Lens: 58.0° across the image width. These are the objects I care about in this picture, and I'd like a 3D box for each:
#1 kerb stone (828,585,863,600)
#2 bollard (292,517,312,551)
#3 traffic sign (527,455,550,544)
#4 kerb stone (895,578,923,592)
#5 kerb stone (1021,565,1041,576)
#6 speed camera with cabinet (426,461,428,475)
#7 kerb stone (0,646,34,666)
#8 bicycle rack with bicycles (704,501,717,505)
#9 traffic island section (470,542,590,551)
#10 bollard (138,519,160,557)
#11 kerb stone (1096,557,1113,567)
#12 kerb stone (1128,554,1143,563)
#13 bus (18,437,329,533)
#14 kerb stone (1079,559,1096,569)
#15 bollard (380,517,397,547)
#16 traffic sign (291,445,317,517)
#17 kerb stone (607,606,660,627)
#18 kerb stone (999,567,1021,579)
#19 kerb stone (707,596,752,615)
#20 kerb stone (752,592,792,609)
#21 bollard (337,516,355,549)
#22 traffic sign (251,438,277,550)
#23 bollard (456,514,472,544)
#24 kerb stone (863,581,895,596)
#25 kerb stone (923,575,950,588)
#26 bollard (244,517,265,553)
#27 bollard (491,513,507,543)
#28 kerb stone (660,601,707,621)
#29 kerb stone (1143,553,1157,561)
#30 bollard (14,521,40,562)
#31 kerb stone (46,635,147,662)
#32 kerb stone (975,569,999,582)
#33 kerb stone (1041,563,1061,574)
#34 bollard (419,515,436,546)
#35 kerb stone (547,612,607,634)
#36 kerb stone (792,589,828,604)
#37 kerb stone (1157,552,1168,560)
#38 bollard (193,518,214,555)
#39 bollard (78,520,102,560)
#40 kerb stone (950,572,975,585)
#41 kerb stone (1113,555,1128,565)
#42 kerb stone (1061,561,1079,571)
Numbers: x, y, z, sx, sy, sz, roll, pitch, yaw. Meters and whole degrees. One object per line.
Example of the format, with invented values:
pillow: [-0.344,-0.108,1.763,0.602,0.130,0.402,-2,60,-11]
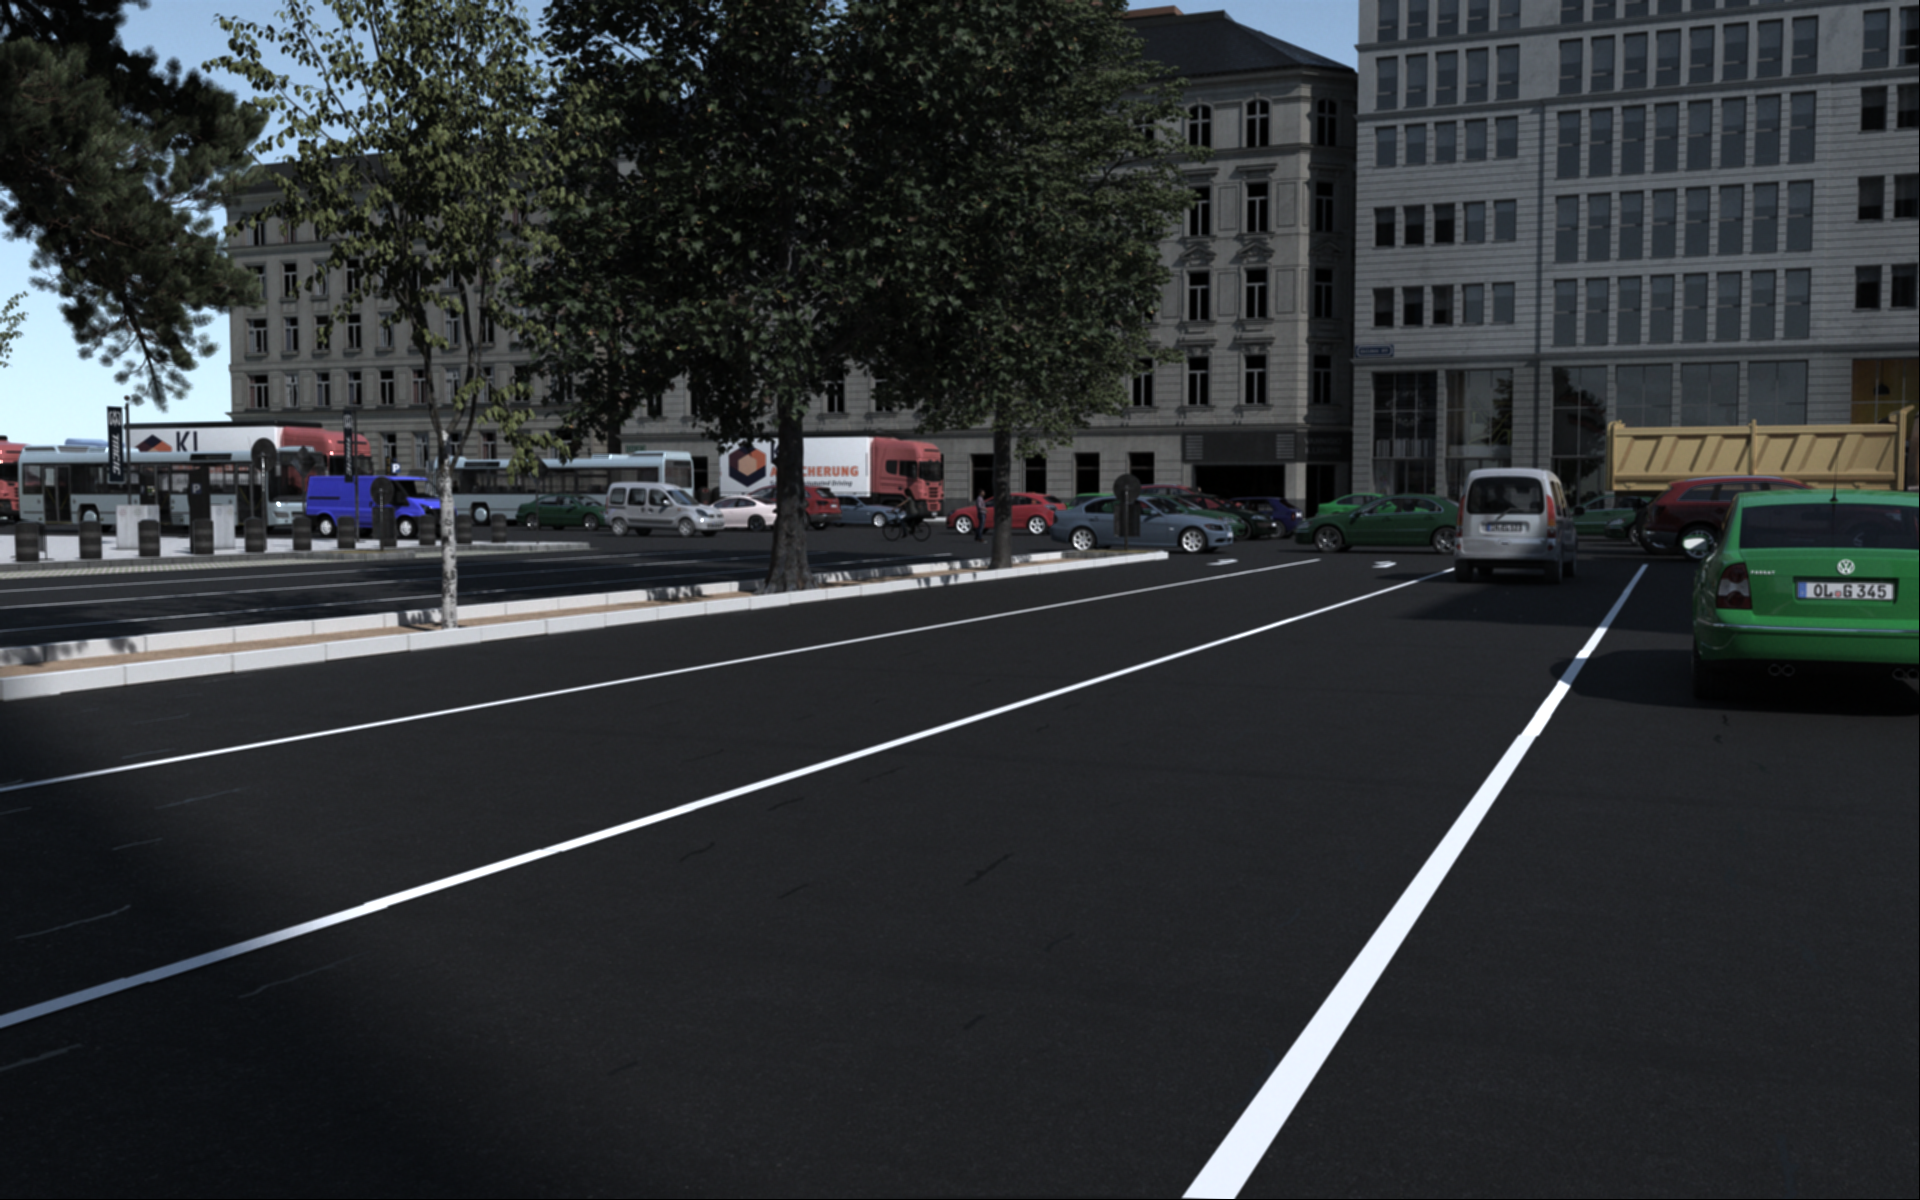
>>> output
kerb stone: [-1.653,-0.095,23.877,0.120,0.150,1.000,1,4,23]
bollard: [-14.899,-1.498,39.210,0.404,0.777,0.398,0,3,0]
traffic sign: [-10.872,-2.501,44.533,0.795,2.450,0.064,1,4,23]
kerb stone: [-0.849,-0.219,25.779,0.120,0.150,1.000,1,4,23]
kerb stone: [1.161,-0.507,30.524,0.120,0.150,1.000,1,4,23]
speed camera with cabinet: [-31.026,-6.569,101.744,0.660,3.252,2.038,-1,4,-23]
kerb stone: [-8.019,0.491,14.242,0.120,0.150,1.000,1,4,23]
bicycle rack with bicycles: [-12.307,-4.674,89.807,2.852,0.926,2.925,3,5,42]
traffic island section: [-10.896,-1.365,44.604,2.009,0.180,2.903,1,4,23]
bollard: [-16.544,-1.261,35.334,0.404,0.777,0.398,0,3,0]
kerb stone: [2.772,-0.741,34.312,0.120,0.150,1.000,1,4,23]
kerb stone: [3.579,-0.857,36.213,0.120,0.150,1.000,1,4,23]
bus: [-28.664,-4.210,63.692,13.247,3.499,2.948,1,4,21]
kerb stone: [2.365,-0.683,33.368,0.120,0.150,1.000,1,4,23]
bollard: [-13.802,-1.656,41.793,0.404,0.777,0.398,0,3,0]
traffic sign: [-15.545,-2.436,41.016,0.795,2.450,0.064,2,4,23]
kerb stone: [-3.669,0.192,19.117,0.120,0.150,1.000,1,4,23]
kerb stone: [0.760,-0.451,29.572,0.120,0.150,1.000,1,4,23]
kerb stone: [-2.863,0.072,21.010,0.120,0.150,1.000,1,4,23]
kerb stone: [-2.455,0.016,21.954,0.120,0.150,1.000,1,4,23]
bollard: [-14.354,-1.577,40.500,0.404,0.777,0.398,0,3,0]
traffic sign: [-15.809,-2.398,39.318,0.768,2.556,0.104,2,4,23]
bollard: [-12.712,-1.814,44.373,0.404,0.777,0.398,0,3,0]
kerb stone: [-1.240,-0.156,24.827,0.120,0.150,1.000,1,4,23]
kerb stone: [-0.447,-0.277,26.730,0.120,0.150,1.000,1,4,23]
bollard: [-15.449,-1.419,37.922,0.404,0.777,0.398,0,3,0]
bollard: [-12.166,-1.893,45.667,0.404,0.777,0.398,0,3,0]
kerb stone: [-3.271,0.132,20.066,0.120,0.150,1.000,1,4,23]
kerb stone: [3.978,-0.912,37.160,0.120,0.150,1.000,1,4,23]
bollard: [-17.641,-1.103,32.744,0.404,0.777,0.398,0,3,0]
kerb stone: [-7.610,0.429,15.186,0.120,0.150,1.000,1,4,23]
kerb stone: [0.360,-0.393,28.622,0.120,0.150,1.000,1,4,23]
kerb stone: [1.567,-0.567,31.469,0.120,0.150,1.000,1,4,23]
bollard: [-13.258,-1.735,43.083,0.404,0.777,0.398,0,3,0]
kerb stone: [-4.066,0.247,18.167,0.120,0.150,1.000,1,4,23]
kerb stone: [-2.058,-0.044,22.920,0.120,0.150,1.000,1,4,23]
kerb stone: [4.384,-0.967,38.106,0.120,0.150,1.000,1,4,23]
bollard: [-16.000,-1.340,36.625,0.404,0.777,0.398,0,3,0]
bollard: [-17.093,-1.182,34.043,0.404,0.777,0.398,0,3,0]
kerb stone: [-0.041,-0.335,27.675,0.120,0.150,1.000,1,4,23]
kerb stone: [3.170,-0.799,35.265,0.120,0.150,1.000,1,4,23]
kerb stone: [1.967,-0.622,32.419,0.120,0.150,1.000,1,4,23]
